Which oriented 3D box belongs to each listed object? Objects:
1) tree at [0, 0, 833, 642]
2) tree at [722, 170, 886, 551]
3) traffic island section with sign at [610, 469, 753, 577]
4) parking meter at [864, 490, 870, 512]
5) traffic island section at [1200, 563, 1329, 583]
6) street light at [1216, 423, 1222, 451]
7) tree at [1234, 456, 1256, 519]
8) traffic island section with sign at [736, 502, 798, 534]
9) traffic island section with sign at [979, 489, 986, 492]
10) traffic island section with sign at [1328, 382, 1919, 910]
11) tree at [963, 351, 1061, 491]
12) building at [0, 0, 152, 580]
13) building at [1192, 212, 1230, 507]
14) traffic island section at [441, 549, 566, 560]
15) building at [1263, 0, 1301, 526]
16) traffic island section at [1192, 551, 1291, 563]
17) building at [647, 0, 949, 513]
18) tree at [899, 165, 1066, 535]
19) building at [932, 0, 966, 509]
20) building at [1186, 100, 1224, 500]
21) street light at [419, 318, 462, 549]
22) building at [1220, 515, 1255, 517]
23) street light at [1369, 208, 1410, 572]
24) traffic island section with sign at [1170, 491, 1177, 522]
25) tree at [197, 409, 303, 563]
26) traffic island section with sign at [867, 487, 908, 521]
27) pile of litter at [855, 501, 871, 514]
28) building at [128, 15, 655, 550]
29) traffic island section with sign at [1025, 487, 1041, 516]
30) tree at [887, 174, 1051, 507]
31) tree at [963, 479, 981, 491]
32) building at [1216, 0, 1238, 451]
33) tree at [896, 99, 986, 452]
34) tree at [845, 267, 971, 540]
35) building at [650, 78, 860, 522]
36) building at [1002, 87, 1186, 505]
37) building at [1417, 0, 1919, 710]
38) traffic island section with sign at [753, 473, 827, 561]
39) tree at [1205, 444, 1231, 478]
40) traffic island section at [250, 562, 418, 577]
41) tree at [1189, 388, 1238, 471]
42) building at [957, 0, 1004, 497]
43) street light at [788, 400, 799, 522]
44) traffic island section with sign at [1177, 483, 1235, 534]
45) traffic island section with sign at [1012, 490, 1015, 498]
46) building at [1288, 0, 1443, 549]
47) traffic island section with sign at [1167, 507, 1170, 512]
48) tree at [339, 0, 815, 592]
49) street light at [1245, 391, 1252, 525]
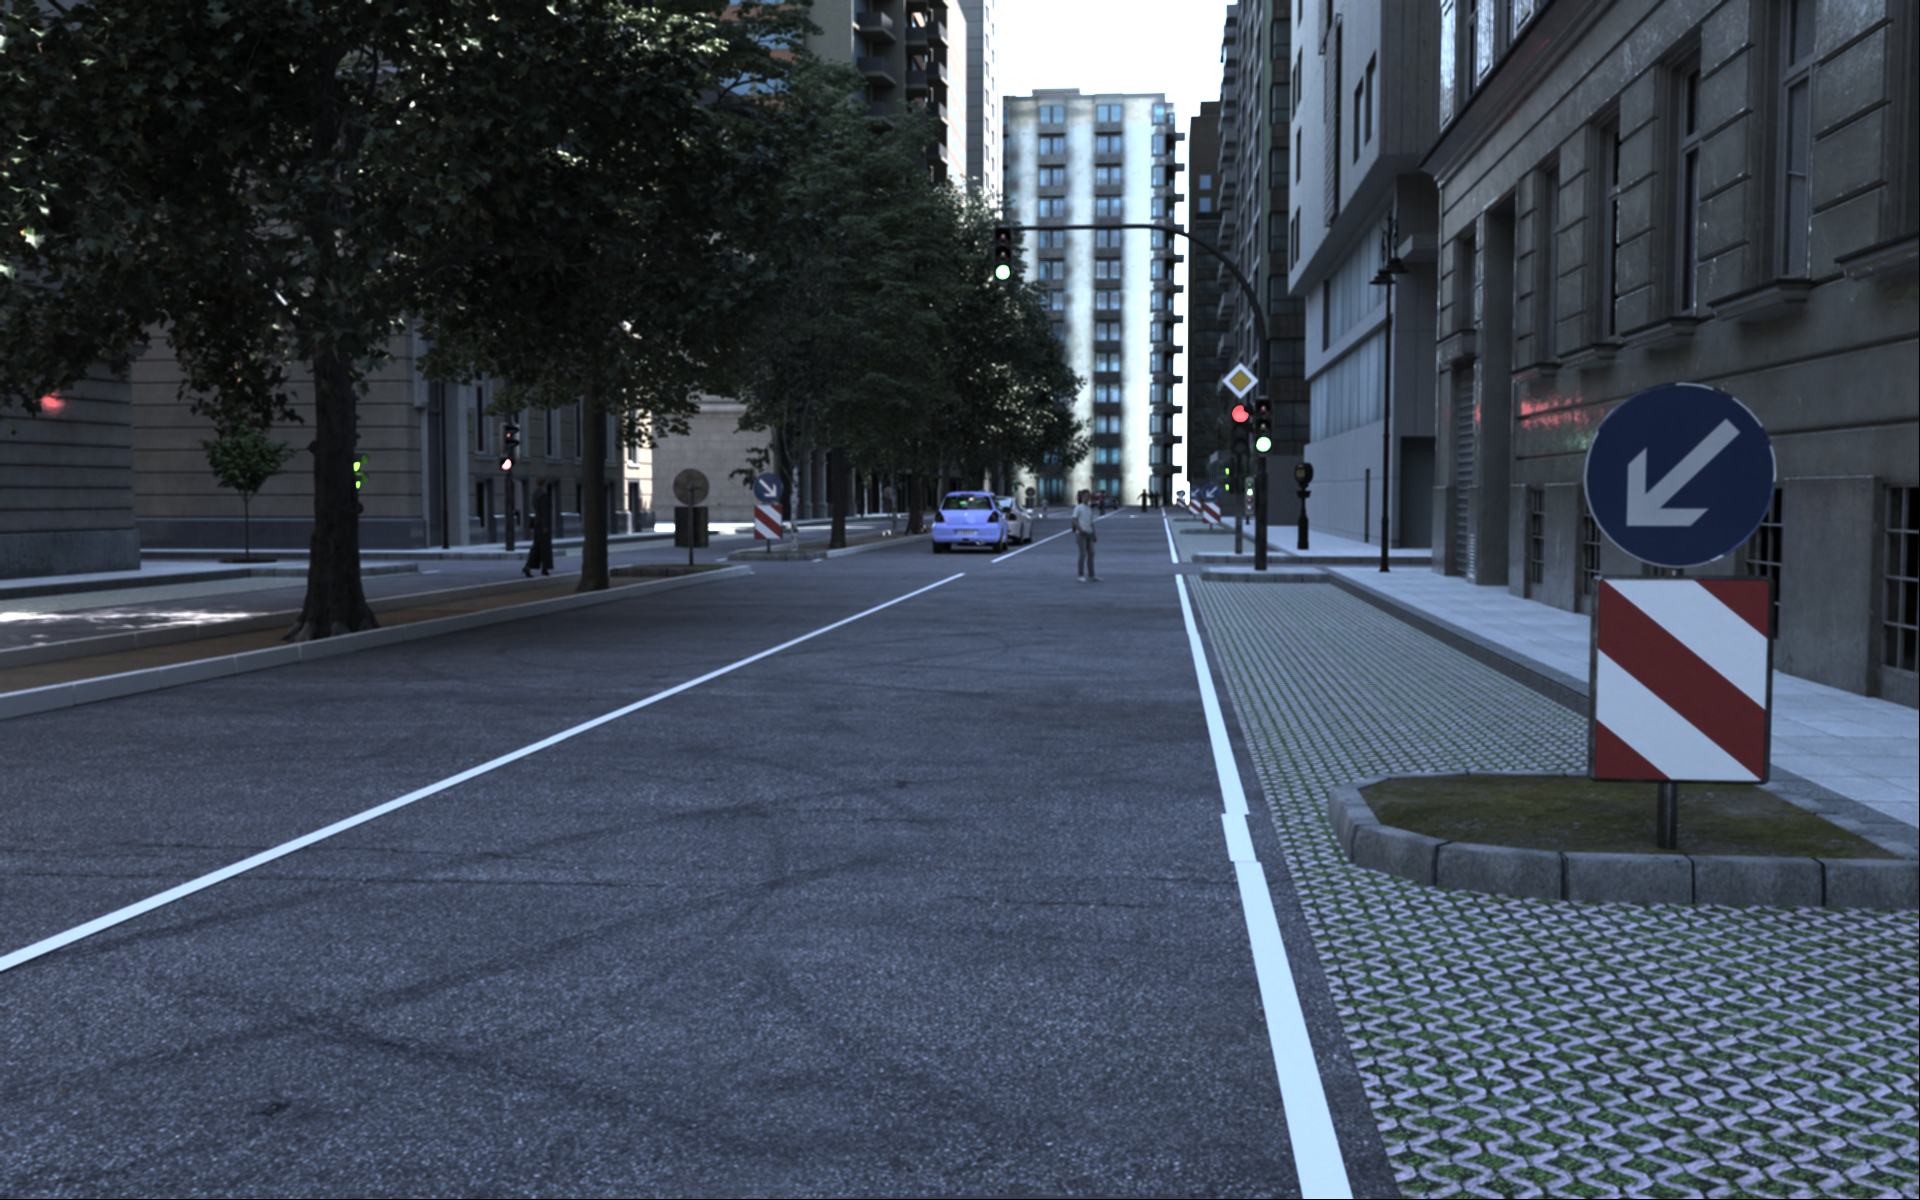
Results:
[{"bbox_3d":[-6.132,-5.954,16.821,9.611,12.733,9.660,0,3,0],"label":"tree"},{"bbox_3d":[-3.765,-5.298,39.448,4.360,8.622,3.978,0,3,0],"label":"tree"},{"bbox_3d":[-4.912,-1.372,30.577,2.006,1.907,1.989,0,4,7],"label":"traffic island section with sign"},{"bbox_3d":[-6.045,-6.389,112.876,0.372,1.533,0.369,0,3,0],"label":"parking meter"},{"bbox_3d":[5.081,-0.423,29.191,2.009,0.180,2.903,0,4,7],"label":"traffic island section"},{"bbox_3d":[16.520,-8.425,110.532,0.468,5.910,1.993,0,4,7],"label":"street light"},{"bbox_3d":[14.526,-5.772,88.981,1.663,3.219,1.824,0,3,0],"label":"tree"},{"bbox_3d":[-6.993,-3.349,63.382,1.989,1.847,2.006,0,4,7],"label":"traffic island section with sign"},{"bbox_3d":[1.818,-8.037,140.035,1.989,1.847,2.006,0,4,7],"label":"traffic island section with sign"},{"bbox_3d":[2.544,0.102,6.959,1.989,1.847,2.006,0,4,7],"label":"traffic island section with sign"},{"bbox_3d":[0.506,-8.723,79.495,8.767,10.594,7.601,0,4,7],"label":"tree"},{"bbox_3d":[-31.285,-12.619,25.398,34.723,24.649,14.460,0,4,7],"label":"building"},{"bbox_3d":[31.106,-24.905,178.890,14.160,30.474,14.107,0,4,7],"label":"building"},{"bbox_3d":[-10.141,-1.021,38.978,2.009,0.180,2.903,0,4,7],"label":"traffic island section"},{"bbox_3d":[20.153,-18.556,75.096,14.160,30.474,14.107,0,4,7],"label":"building"},{"bbox_3d":[5.993,-0.908,37.124,2.009,0.180,2.903,0,4,7],"label":"traffic island section"},{"bbox_3d":[-12.654,-28.999,128.750,22.147,44.769,28.867,0,4,7],"label":"building"},{"bbox_3d":[-1.521,-8.608,60.205,9.611,12.733,9.660,0,3,0],"label":"tree"},{"bbox_3d":[-7.108,-30.569,149.915,14.600,45.320,14.200,0,4,7],"label":"building"},{"bbox_3d":[33.458,-33.632,199.993,14.200,45.320,14.600,0,4,7],"label":"building"},{"bbox_3d":[-12.018,-4.130,40.307,0.468,5.910,1.993,0,4,7],"label":"street light"},{"bbox_3d":[25.139,-40.398,98.759,20.563,71.187,20.611,0,4,7],"label":"building"},{"bbox_3d":[6.998,-3.400,28.376,0.468,5.910,1.993,0,4,7],"label":"street light"},{"bbox_3d":[12.090,-4.979,90.039,1.989,1.847,2.006,0,4,7],"label":"traffic island section with sign"},{"bbox_3d":[-13.525,-2.320,32.529,1.663,3.219,1.824,0,3,0],"label":"tree"},{"bbox_3d":[-3.773,-5.068,91.494,1.989,1.847,2.006,0,4,7],"label":"traffic island section with sign"},{"bbox_3d":[-6.405,-5.841,109.472,1.719,0.858,1.176,1,4,17],"label":"pile of litter"},{"bbox_3d":[-17.676,-16.107,49.257,13.634,28.700,20.117,0,4,7],"label":"building"},{"bbox_3d":[4.518,-6.388,112.584,2.006,1.907,1.989,0,4,7],"label":"traffic island section with sign"},{"bbox_3d":[-0.699,-9.837,69.952,9.857,13.997,8.962,0,3,0],"label":"tree"},{"bbox_3d":[1.322,-10.219,161.676,1.663,3.219,1.824,0,3,0],"label":"tree"},{"bbox_3d":[34.595,-32.769,155.375,23.786,49.044,30.456,0,4,7],"label":"building"},{"bbox_3d":[-3.245,-7.629,45.320,7.486,12.596,7.792,0,3,0],"label":"tree"},{"bbox_3d":[-1.986,-6.080,52.231,4.737,8.622,4.395,0,3,0],"label":"tree"},{"bbox_3d":[-12.562,-13.972,79.356,10.553,20.767,40.483,0,4,7],"label":"building"},{"bbox_3d":[11.433,-35.924,206.961,30.456,49.044,23.786,0,4,7],"label":"building"},{"bbox_3d":[13.320,-10.976,12.747,16.112,22.955,30.059,0,4,7],"label":"building"},{"bbox_3d":[-4.056,-1.823,37.934,2.006,1.907,1.989,0,4,7],"label":"traffic island section with sign"},{"bbox_3d":[17.788,-7.975,114.101,4.285,4.588,4.351,0,3,0],"label":"tree"},{"bbox_3d":[-11.054,-0.536,31.045,2.009,0.180,2.903,0,4,7],"label":"traffic island section"},{"bbox_3d":[17.980,-10.307,118.877,4.360,8.622,3.978,0,3,0],"label":"tree"},{"bbox_3d":[-6.606,-45.344,179.628,20.611,71.187,20.563,0,4,7],"label":"building"},{"bbox_3d":[-7.627,-6.464,78.467,0.468,5.910,1.993,0,4,7],"label":"street light"},{"bbox_3d":[8.879,-3.268,62.054,1.989,1.847,2.006,0,4,7],"label":"traffic island section with sign"},{"bbox_3d":[5.005,-9.734,167.781,1.989,1.847,2.006,0,4,7],"label":"traffic island section with sign"},{"bbox_3d":[23.515,-28.088,48.475,27.495,52.752,28.713,0,4,7],"label":"building"},{"bbox_3d":[17.645,-7.936,138.386,1.989,1.847,2.006,0,4,7],"label":"traffic island section with sign"},{"bbox_3d":[-5.409,-6.413,25.432,7.486,12.596,7.792,0,3,0],"label":"tree"},{"bbox_3d":[12.090,-6.106,72.624,0.468,5.910,1.993,0,4,7],"label":"street light"}]
